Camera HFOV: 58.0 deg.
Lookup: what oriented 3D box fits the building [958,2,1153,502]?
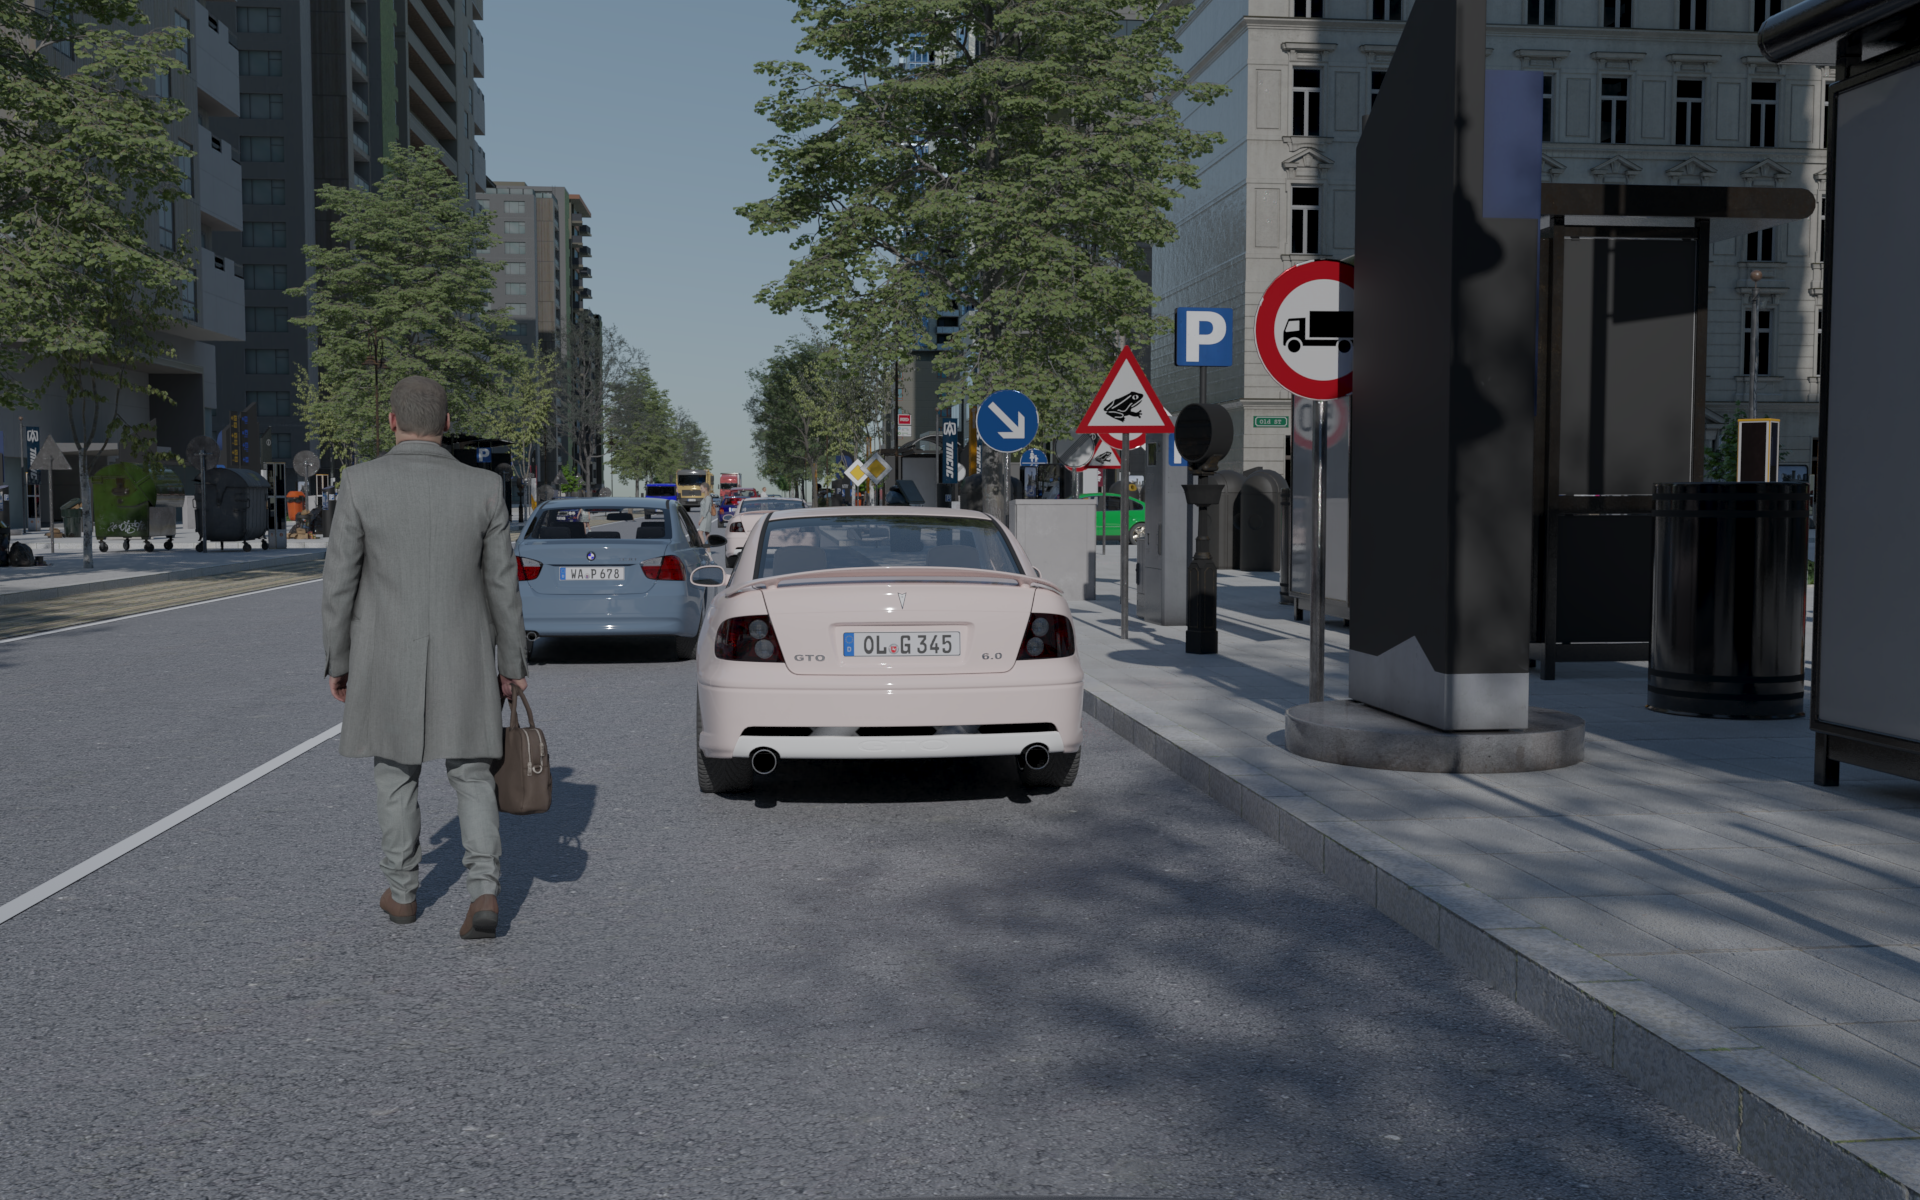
[{"bbox_3d":[10.807,-43.288,146.017,20.563,71.187,20.611,0,4,-6],"label":"building"}]

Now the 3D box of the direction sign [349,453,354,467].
[{"bbox_3d":[-33.384,-6.306,95.102,0.379,3.537,0.876,0,4,-5],"label":"direction sign"}]

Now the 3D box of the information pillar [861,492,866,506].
[{"bbox_3d":[-5.544,-5.745,98.429,0.304,2.012,0.304,1,4,9],"label":"information pillar"}]

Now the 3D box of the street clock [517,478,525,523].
[{"bbox_3d":[-19.607,-4.449,77.310,0.358,2.002,0.471,0,4,1],"label":"street clock"}]

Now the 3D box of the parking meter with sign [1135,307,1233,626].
[{"bbox_3d":[2.130,-1.274,17.088,0.543,3.016,1.738,-1,4,-10],"label":"parking meter with sign"}]

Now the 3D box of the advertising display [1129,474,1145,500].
[{"bbox_3d":[5.713,-3.164,56.950,0.974,1.923,0.123,-3,5,-45],"label":"advertising display"}]

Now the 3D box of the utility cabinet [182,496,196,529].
[{"bbox_3d":[-28.216,-3.233,64.020,0.306,1.237,1.020,2,4,26],"label":"utility cabinet"}]

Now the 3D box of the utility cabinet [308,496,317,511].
[{"bbox_3d":[-27.023,-3.746,72.408,0.306,1.237,1.020,-1,4,-13],"label":"utility cabinet"}]

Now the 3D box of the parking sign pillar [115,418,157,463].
[{"bbox_3d":[-29.150,-4.456,61.333,1.447,3.967,1.447,3,5,40],"label":"parking sign pillar"}]

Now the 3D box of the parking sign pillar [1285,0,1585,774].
[{"bbox_3d":[2.355,-1.227,8.535,1.447,3.967,1.447,0,4,-7],"label":"parking sign pillar"}]

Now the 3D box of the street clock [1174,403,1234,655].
[{"bbox_3d":[1.947,-0.570,13.891,0.358,2.002,0.471,-2,4,-33],"label":"street clock"}]

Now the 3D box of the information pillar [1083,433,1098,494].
[{"bbox_3d":[4.083,-3.832,54.004,0.504,3.616,0.183,2,4,30],"label":"information pillar"}]

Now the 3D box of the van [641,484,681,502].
[{"bbox_3d":[-17.137,-5.820,99.538,2.240,2.365,5.245,-1,4,-8],"label":"van"}]

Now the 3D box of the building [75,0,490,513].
[{"bbox_3d":[-57.447,-34.534,153.862,28.713,52.752,27.495,0,4,-6],"label":"building"}]

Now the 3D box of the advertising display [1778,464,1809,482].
[{"bbox_3d":[17.955,-1.982,37.625,0.974,1.923,0.123,-1,4,-13],"label":"advertising display"}]

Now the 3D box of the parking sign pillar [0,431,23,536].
[{"bbox_3d":[-29.869,-3.980,53.551,1.447,3.967,1.447,-2,4,-32],"label":"parking sign pillar"}]

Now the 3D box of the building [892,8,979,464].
[{"bbox_3d":[-1.714,-58.442,268.197,22.319,86.520,31.000,0,4,-6],"label":"building"}]

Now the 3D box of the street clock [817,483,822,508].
[{"bbox_3d":[-9.565,-6.866,116.825,0.471,2.002,0.358,1,4,11],"label":"street clock"}]

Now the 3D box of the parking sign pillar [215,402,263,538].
[{"bbox_3d":[-20.995,-3.781,50.284,1.447,3.967,1.447,1,4,18],"label":"parking sign pillar"}]

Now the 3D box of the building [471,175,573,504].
[{"bbox_3d":[-58.020,-33.005,223.231,14.154,41.232,14.086,0,4,-6],"label":"building"}]

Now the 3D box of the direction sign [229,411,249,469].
[{"bbox_3d":[-19.762,-3.398,47.557,0.379,3.537,0.876,0,4,8],"label":"direction sign"}]

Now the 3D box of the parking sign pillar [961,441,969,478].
[{"bbox_3d":[0.478,-5.476,78.003,1.447,3.967,1.447,-2,4,-25],"label":"parking sign pillar"}]

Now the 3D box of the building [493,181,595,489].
[{"bbox_3d":[-63.828,-36.101,244.882,22.147,44.769,28.867,0,4,-6],"label":"building"}]

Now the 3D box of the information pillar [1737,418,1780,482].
[{"bbox_3d":[7.833,-0.768,17.042,0.304,2.012,0.304,3,5,41],"label":"information pillar"}]

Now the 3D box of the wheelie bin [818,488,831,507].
[{"bbox_3d":[-7.213,-5.201,92.937,0.980,1.594,0.693,1,4,18],"label":"wheelie bin"}]

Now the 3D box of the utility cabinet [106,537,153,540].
[{"bbox_3d":[-23.198,-2.425,48.332,1.173,1.500,0.318,-3,4,-38],"label":"utility cabinet"}]

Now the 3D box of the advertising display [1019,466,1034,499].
[{"bbox_3d":[1.562,-2.099,39.527,0.123,1.923,0.974,1,4,20],"label":"advertising display"}]

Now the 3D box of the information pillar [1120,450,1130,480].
[{"bbox_3d":[6.229,-4.542,65.611,0.183,3.616,0.504,-3,5,-40],"label":"information pillar"}]

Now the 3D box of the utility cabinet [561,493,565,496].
[{"bbox_3d":[-26.190,-6.431,113.818,0.318,1.500,1.173,-2,4,-23],"label":"utility cabinet"}]

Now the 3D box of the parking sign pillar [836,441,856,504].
[{"bbox_3d":[-5.725,-6.032,87.103,1.447,3.967,1.447,-3,4,-36],"label":"parking sign pillar"}]

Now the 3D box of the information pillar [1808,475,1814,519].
[{"bbox_3d":[31.952,-3.718,65.286,0.304,2.012,0.304,-2,4,-33],"label":"information pillar"}]

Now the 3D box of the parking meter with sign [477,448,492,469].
[{"bbox_3d":[-17.931,-4.166,64.377,0.543,3.016,1.738,0,4,3],"label":"parking meter with sign"}]

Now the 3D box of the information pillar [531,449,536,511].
[{"bbox_3d":[-22.281,-6.066,90.535,0.183,3.616,0.504,-3,4,-36],"label":"information pillar"}]

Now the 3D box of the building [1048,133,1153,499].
[{"bbox_3d":[10.044,-15.594,105.875,10.553,20.767,40.483,0,4,-6],"label":"building"}]

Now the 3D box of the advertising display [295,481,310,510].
[{"bbox_3d":[-31.682,-4.788,83.497,0.123,1.923,0.974,1,4,13],"label":"advertising display"}]

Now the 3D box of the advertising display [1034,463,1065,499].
[{"bbox_3d":[1.916,-1.915,36.521,0.123,1.923,0.974,-2,4,-26],"label":"advertising display"}]

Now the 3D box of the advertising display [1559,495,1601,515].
[{"bbox_3d":[13.301,-1.955,37.177,0.974,1.923,0.123,3,5,40],"label":"advertising display"}]

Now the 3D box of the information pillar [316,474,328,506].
[{"bbox_3d":[-23.892,-3.697,64.938,0.304,2.012,0.304,1,4,21],"label":"information pillar"}]

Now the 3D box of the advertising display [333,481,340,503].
[{"bbox_3d":[-31.355,-5.053,87.826,0.123,1.923,0.974,2,4,30],"label":"advertising display"}]

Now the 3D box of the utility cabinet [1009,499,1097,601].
[{"bbox_3d":[1.115,-0.595,20.898,1.020,1.237,0.306,-1,4,-15],"label":"utility cabinet"}]

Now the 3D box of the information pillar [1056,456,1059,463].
[{"bbox_3d":[5.255,-6.254,93.599,0.183,3.616,0.504,-1,4,-11],"label":"information pillar"}]

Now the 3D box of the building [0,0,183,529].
[{"bbox_3d":[-46.504,-29.416,70.190,28.713,52.752,27.495,0,4,-6],"label":"building"}]

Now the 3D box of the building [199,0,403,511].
[{"bbox_3d":[-44.179,-26.077,109.953,14.154,41.232,14.086,0,4,-6],"label":"building"}]

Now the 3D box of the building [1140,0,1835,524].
[{"bbox_3d":[31.028,-18.224,74.373,44.131,29.872,17.030,0,4,-6],"label":"building"}]

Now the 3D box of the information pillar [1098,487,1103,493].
[{"bbox_3d":[5.924,-4.283,74.513,0.304,2.012,0.304,-2,4,-32],"label":"information pillar"}]

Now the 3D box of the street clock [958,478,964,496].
[{"bbox_3d":[0.056,-4.323,75.254,0.358,2.002,0.471,2,4,30],"label":"street clock"}]

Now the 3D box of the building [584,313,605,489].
[{"bbox_3d":[-62.721,-30.295,267.031,14.160,30.474,14.107,0,4,-6],"label":"building"}]

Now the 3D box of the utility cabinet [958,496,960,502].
[{"bbox_3d":[0.356,-3.267,64.585,0.306,1.237,1.020,3,4,36],"label":"utility cabinet"}]

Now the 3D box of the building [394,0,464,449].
[{"bbox_3d":[-50.309,-30.975,130.142,21.300,48.544,21.600,0,4,-6],"label":"building"}]

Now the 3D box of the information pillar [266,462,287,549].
[{"bbox_3d":[-15.905,-2.191,40.314,0.304,2.012,0.304,2,4,33],"label":"information pillar"}]

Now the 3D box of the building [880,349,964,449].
[{"bbox_3d":[3.749,-24.200,240.716,27.650,21.520,28.899,0,4,-6],"label":"building"}]

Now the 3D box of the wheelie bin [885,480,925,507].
[{"bbox_3d":[-1.245,-1.868,38.453,0.693,1.594,0.980,2,4,33],"label":"wheelie bin"}]

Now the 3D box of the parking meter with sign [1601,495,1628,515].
[{"bbox_3d":[13.356,-2.386,35.274,0.543,3.016,1.738,1,4,11],"label":"parking meter with sign"}]

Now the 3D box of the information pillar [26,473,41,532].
[{"bbox_3d":[-31.642,-3.343,59.147,0.304,2.012,0.304,0,4,-2],"label":"information pillar"}]

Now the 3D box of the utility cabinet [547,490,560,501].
[{"bbox_3d":[-21.270,-4.999,90.408,0.318,1.500,1.173,0,4,1],"label":"utility cabinet"}]

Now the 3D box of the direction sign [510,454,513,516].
[{"bbox_3d":[-26.174,-6.647,100.678,0.379,3.537,0.876,-1,4,-18],"label":"direction sign"}]
